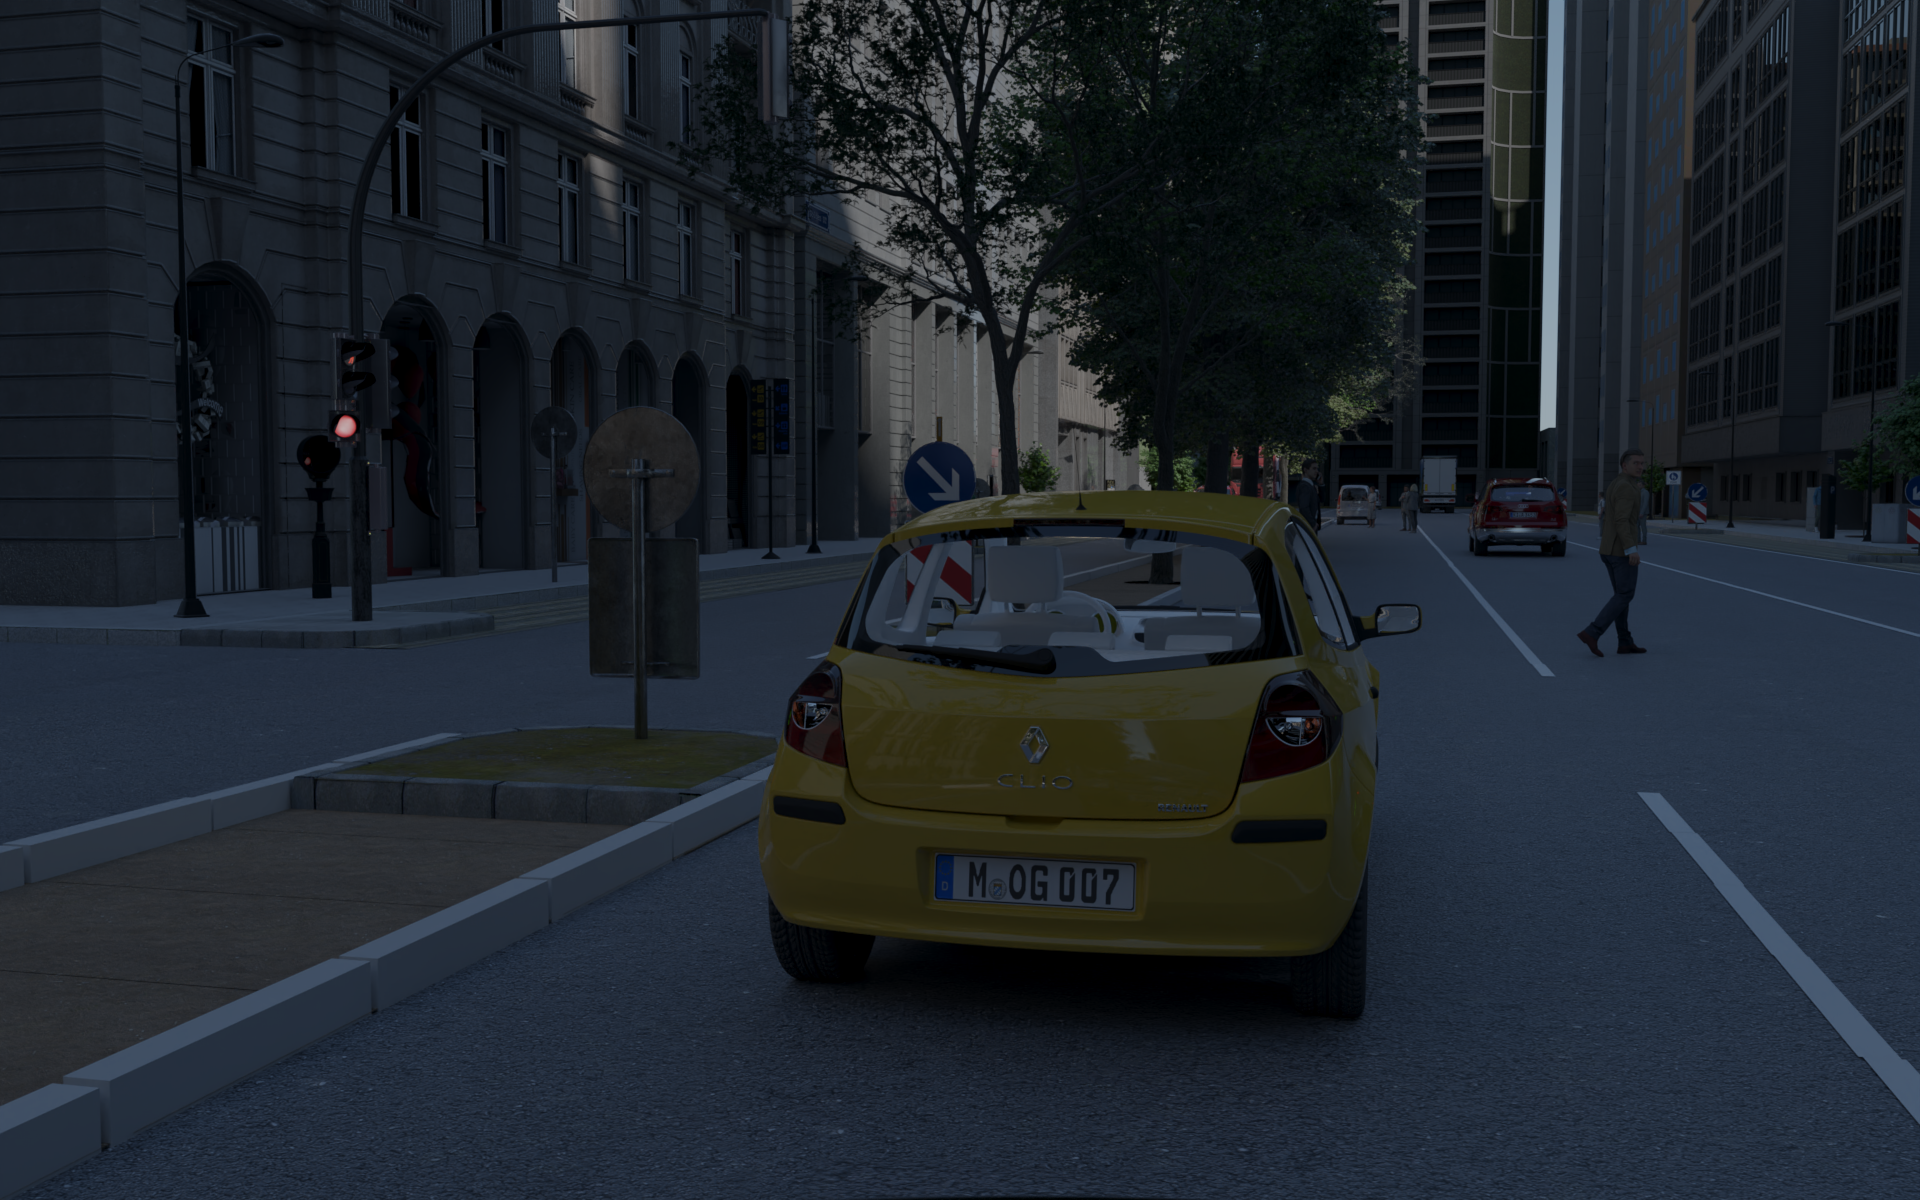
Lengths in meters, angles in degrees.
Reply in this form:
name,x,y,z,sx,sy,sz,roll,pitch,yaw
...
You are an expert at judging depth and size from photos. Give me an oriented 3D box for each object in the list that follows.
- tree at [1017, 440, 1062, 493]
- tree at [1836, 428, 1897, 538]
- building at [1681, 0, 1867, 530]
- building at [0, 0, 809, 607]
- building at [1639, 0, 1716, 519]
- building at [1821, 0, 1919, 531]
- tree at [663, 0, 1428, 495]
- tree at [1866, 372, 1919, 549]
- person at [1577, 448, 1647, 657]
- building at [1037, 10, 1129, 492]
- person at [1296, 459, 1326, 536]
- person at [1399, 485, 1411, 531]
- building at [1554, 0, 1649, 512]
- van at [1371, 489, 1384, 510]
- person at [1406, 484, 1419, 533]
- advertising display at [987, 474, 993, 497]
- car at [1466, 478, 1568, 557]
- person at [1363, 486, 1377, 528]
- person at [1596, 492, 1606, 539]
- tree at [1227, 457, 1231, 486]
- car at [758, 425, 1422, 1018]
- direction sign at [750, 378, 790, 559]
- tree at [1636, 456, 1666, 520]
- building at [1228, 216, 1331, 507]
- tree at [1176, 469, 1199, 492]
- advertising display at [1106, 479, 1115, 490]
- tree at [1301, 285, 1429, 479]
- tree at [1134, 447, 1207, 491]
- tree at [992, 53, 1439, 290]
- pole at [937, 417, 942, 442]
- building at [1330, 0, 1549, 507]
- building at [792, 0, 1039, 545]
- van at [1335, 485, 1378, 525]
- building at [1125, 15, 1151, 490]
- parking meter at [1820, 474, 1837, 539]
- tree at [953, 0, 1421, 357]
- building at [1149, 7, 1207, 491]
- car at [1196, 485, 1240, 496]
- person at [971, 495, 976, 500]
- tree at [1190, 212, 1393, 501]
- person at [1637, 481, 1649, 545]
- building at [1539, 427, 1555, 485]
name,x,y,z,sx,sy,sz,roll,pitch,yaw
tree,3.066,-4.272,64.443,1.663,3.219,1.824,0,3,0
tree,26.730,-3.465,51.255,1.663,3.219,1.824,0,3,0
building,39.352,-16.988,71.253,14.314,27.812,24.014,1,4,14
building,-12.450,-11.604,31.523,13.314,21.916,24.055,1,4,14
building,45.228,-27.089,93.011,14.600,45.320,14.200,1,4,14
building,33.694,-13.806,44.800,14.314,24.678,30.058,1,4,14
tree,0.678,-4.994,18.520,8.767,10.594,7.601,1,4,14
tree,22.902,-3.454,40.194,4.285,4.588,4.351,0,3,0
person,5.851,-0.425,15.353,0.836,1.842,0.656,-2,4,-24
building,0.559,-16.166,82.336,12.078,24.808,19.932,1,4,14
person,4.777,-0.955,23.477,0.474,1.900,0.648,0,4,-1
person,17.297,-3.585,67.298,0.511,1.800,0.466,3,5,44
building,59.668,-36.570,139.914,21.231,58.520,28.212,1,4,14
van,37.360,-9.170,156.943,2.013,2.044,4.112,1,4,15
person,16.585,-3.361,63.640,0.537,1.800,0.526,-1,4,-14
advertising display,0.990,-3.178,57.175,0.123,1.923,0.974,0,4,-4
car,13.296,-2.003,41.423,2.281,1.827,5.304,1,4,14
person,17.389,-3.935,73.412,0.524,1.755,0.480,-2,4,-30
person,20.324,-2.674,54.815,0.523,1.515,0.503,0,4,-7
tree,18.058,-8.582,124.036,4.285,4.588,4.351,0,3,0
car,0.650,0.240,6.306,2.015,1.641,3.980,1,4,14
direction sign,-3.745,-2.580,34.181,0.876,3.537,0.379,2,4,25
tree,34.998,-5.687,87.582,1.663,3.219,1.824,0,3,0
building,25.406,-32.446,185.114,28.867,44.769,22.147,1,4,14
tree,13.820,-6.852,106.627,1.663,3.219,1.824,0,3,0
advertising display,6.654,-4.379,76.810,0.123,1.923,0.974,2,4,26
tree,14.842,-9.877,74.310,12.009,13.543,11.850,0,3,0
tree,11.433,-6.897,96.483,4.285,4.588,4.351,0,3,0
tree,5.444,-7.807,36.758,9.857,13.997,8.962,0,3,0
pole,-0.538,-3.170,45.670,0.158,3.312,0.155,0,3,0
building,49.362,-45.253,178.139,20.611,71.187,20.563,1,4,14
building,-5.527,-17.164,58.118,11.434,29.767,29.804,1,4,14
van,18.755,-4.590,82.053,2.013,2.044,4.112,1,4,15
building,3.256,-25.478,100.154,14.154,41.232,14.086,1,4,14
parking meter,24.850,-2.682,49.565,0.399,1.863,0.255,-2,4,-29
tree,3.277,-6.040,26.960,9.928,11.665,9.643,0,3,0
building,10.021,-34.484,153.044,27.495,52.752,28.713,1,4,14
car,11.203,-4.130,76.196,2.281,1.827,5.304,1,4,14
person,-0.133,-0.878,23.106,0.529,1.795,0.600,-2,4,-31
tree,9.772,-8.231,55.155,7.486,12.596,7.792,0,3,0
person,19.224,-2.461,48.836,0.391,1.810,0.635,0,4,-2
building,74.561,-52.564,172.084,31.000,86.520,22.319,1,4,14
